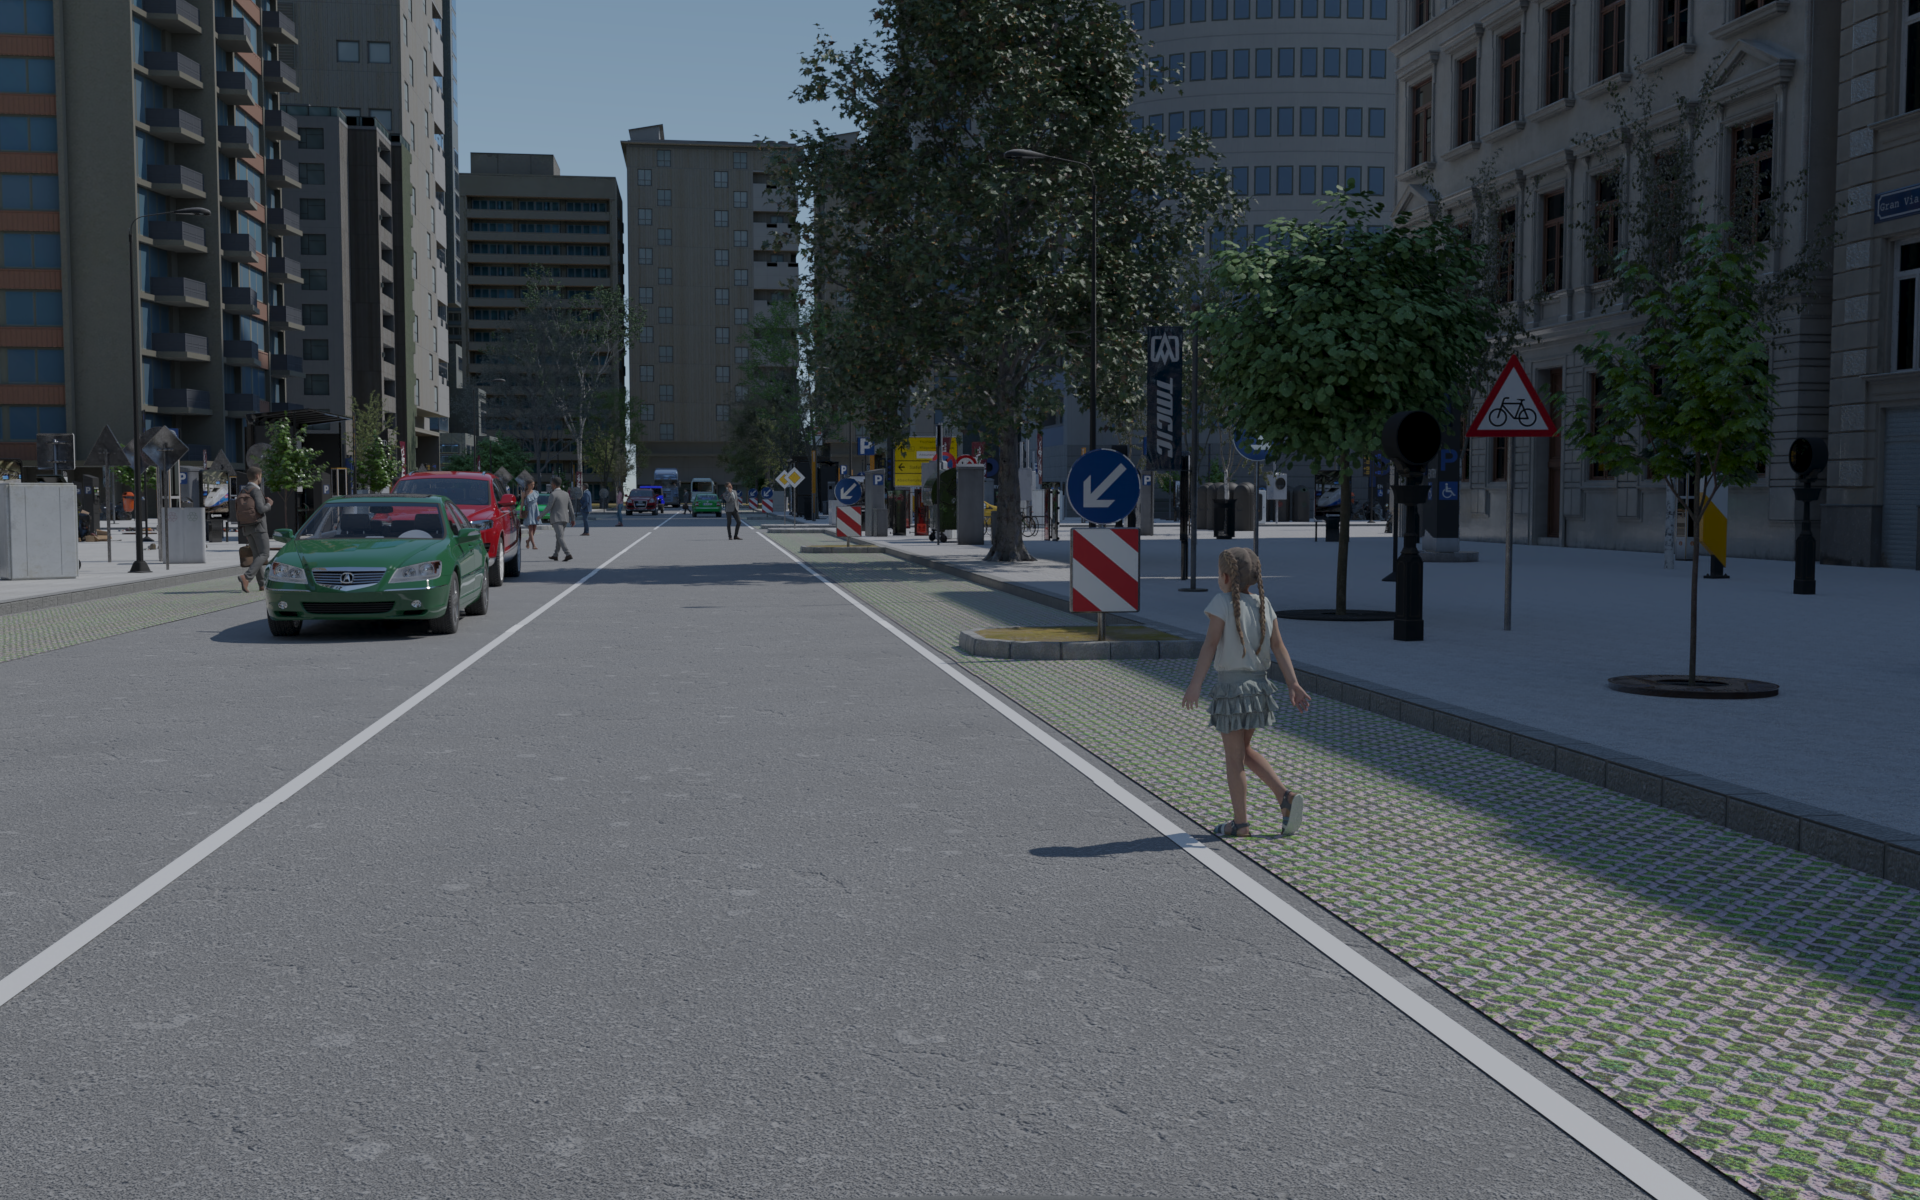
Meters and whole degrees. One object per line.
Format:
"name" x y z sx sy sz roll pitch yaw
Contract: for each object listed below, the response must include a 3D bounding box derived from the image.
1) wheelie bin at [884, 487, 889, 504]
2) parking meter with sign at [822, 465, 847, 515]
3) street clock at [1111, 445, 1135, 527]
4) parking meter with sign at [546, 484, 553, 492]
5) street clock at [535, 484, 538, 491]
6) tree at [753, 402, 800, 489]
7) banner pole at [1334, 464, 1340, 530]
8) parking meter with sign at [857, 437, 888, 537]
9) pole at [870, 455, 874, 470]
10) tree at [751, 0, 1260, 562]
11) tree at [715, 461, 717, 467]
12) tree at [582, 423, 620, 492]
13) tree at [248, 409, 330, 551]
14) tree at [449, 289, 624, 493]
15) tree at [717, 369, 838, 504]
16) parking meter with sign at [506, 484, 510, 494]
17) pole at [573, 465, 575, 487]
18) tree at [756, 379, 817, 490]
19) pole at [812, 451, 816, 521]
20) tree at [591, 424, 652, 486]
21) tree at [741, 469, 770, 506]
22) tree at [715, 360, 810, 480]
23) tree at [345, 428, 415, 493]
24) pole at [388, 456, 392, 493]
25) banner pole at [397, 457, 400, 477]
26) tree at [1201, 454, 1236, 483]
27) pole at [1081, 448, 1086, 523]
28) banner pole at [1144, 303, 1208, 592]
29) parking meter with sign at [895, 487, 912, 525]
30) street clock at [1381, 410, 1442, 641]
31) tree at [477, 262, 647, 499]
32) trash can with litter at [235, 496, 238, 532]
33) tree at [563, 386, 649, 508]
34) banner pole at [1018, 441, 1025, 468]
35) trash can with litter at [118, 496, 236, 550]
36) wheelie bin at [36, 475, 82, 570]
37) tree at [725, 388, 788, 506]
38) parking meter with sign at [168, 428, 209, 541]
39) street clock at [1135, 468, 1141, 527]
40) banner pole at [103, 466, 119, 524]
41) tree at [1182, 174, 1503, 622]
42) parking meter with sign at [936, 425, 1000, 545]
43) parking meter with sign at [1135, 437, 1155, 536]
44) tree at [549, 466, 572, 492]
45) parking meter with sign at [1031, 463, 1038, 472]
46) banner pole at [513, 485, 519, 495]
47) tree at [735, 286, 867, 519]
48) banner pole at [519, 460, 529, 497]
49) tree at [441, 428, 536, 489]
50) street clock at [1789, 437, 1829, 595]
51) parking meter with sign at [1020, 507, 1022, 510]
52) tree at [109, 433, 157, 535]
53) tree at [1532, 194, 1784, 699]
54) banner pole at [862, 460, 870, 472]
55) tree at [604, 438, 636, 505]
"wheelie bin" -3.329 -4.221 76.914 0.693 1.594 0.980 -1 4 -15
"parking meter with sign" -7.692 -6.693 105.692 1.738 3.016 0.543 3 5 42
"street clock" 2.352 -1.287 25.608 0.358 2.002 0.471 1 4 8
"parking meter with sign" -32.042 -8.530 135.732 1.738 3.016 0.543 -1 4 -11
"street clock" -31.931 -7.717 130.747 0.358 2.002 0.471 -2 4 -25
"tree" -14.798 -11.464 137.803 4.737 8.622 4.395 0 3 0
"banner pole" 13.663 -4.426 62.375 0.401 3.779 0.863 -2 4 -28
"parking meter with sign" -2.603 -3.443 52.549 0.543 3.016 1.738 -1 4 -21
"pole" -3.157 -4.184 62.260 0.158 3.312 0.155 0 3 0
"tree" 0.868 -7.093 32.984 9.611 12.733 9.660 0 3 0
"tree" -27.475 -17.593 222.057 8.767 10.594 7.601 0 4 7
"tree" -36.812 -13.924 178.014 4.737 8.622 4.395 0 3 0
"tree" -15.380 -2.746 39.492 1.663 3.219 1.824 0 3 0
"tree" -25.026 -11.791 103.154 12.009 13.543 11.850 0 3 0
"tree" -13.166 -11.956 129.891 8.767 10.594 7.601 -1 4 -15
"parking meter with sign" -33.008 -7.907 125.532 1.738 3.016 0.543 2 4 31
"pole" -26.916 -7.749 120.541 0.158 3.312 0.155 0 3 0
"tree" -10.816 -9.822 110.950 4.360 8.622 3.978 0 3 0
"pole" -6.874 -5.353 81.368 0.158 3.312 0.155 0 3 0
"tree" -43.150 -17.493 220.414 8.767 10.594 7.601 0 4 -1
"tree" -22.441 -12.686 191.134 4.285 4.588 4.351 0 3 0
"tree" -17.200 -14.937 154.596 12.009 13.543 11.850 0 3 0
"tree" -17.333 -3.459 51.152 1.663 3.219 1.824 0 3 0
"pole" -29.444 -5.853 89.543 0.158 3.312 0.155 0 3 0
"banner pole" -37.572 -7.703 115.964 0.401 3.779 0.863 -2 4 -28
"tree" 12.130 -5.355 82.159 1.663 3.219 1.824 0 3 0
"pole" 5.438 -5.037 76.202 0.158 3.312 0.155 0 3 0
"banner pole" 2.849 -2.004 22.779 0.863 3.779 0.401 0 4 5
"parking meter with sign" -2.379 -4.696 73.048 1.738 3.016 0.543 1 4 10
"street clock" 3.931 -0.645 15.120 0.471 2.002 0.358 -1 4 -21
"tree" -32.842 -17.581 143.346 12.611 20.169 13.585 0 3 0
"trash can with litter" -24.092 -2.883 58.190 2.233 1.210 1.678 1 4 11
"tree" -33.177 -14.476 162.442 9.928 11.665 9.643 0 3 0
"banner pole" 3.014 -5.639 82.218 0.401 3.779 0.863 0 4 3
"trash can with litter" -18.482 -1.801 40.508 1.678 1.210 2.233 1 4 16
"wheelie bin" -14.904 -1.255 28.435 0.980 1.594 0.693 2 4 25
"tree" -21.208 -16.249 183.794 7.486 12.596 7.792 0 3 0
"parking meter with sign" -20.790 -3.093 46.824 0.543 3.016 1.738 1 4 11
"street clock" 4.755 -2.654 47.961 0.471 2.002 0.358 3 5 45
"banner pole" -36.374 -5.140 74.052 0.863 3.779 0.401 2 4 26
"tree" 3.917 -2.094 17.951 4.285 4.588 4.351 0 3 0
"parking meter with sign" 0.276 -2.903 43.726 1.738 3.016 0.543 0 4 -5
"parking meter with sign" 5.764 -3.511 53.665 0.543 3.016 1.738 0 4 -6
"tree" -27.416 -7.613 119.068 1.663 3.219 1.824 0 3 0
"parking meter with sign" 3.675 -6.125 96.398 0.543 3.016 1.738 -3 4 -37
"banner pole" -32.813 -8.378 126.995 0.401 3.779 0.863 -1 4 -21
"tree" -7.540 -9.916 87.876 9.928 11.665 9.643 0 3 0
"banner pole" -32.544 -8.498 128.953 0.863 3.779 0.401 -3 5 -43
"tree" -22.975 -6.279 86.377 4.285 4.588 4.351 0 3 0
"street clock" 10.810 -1.073 22.113 0.358 2.002 0.471 -1 4 -11
"parking meter with sign" 1.649 -3.616 55.379 0.543 3.016 1.738 1 4 10
"tree" -26.057 -3.707 55.209 1.663 3.219 1.824 0 3 0
"tree" 4.889 -1.022 11.314 1.663 3.219 1.824 0 3 0
"banner pole" -6.833 -8.285 125.484 0.863 3.779 0.401 0 4 6
"tree" -41.557 -15.888 210.128 4.360 8.622 3.978 0 3 0
